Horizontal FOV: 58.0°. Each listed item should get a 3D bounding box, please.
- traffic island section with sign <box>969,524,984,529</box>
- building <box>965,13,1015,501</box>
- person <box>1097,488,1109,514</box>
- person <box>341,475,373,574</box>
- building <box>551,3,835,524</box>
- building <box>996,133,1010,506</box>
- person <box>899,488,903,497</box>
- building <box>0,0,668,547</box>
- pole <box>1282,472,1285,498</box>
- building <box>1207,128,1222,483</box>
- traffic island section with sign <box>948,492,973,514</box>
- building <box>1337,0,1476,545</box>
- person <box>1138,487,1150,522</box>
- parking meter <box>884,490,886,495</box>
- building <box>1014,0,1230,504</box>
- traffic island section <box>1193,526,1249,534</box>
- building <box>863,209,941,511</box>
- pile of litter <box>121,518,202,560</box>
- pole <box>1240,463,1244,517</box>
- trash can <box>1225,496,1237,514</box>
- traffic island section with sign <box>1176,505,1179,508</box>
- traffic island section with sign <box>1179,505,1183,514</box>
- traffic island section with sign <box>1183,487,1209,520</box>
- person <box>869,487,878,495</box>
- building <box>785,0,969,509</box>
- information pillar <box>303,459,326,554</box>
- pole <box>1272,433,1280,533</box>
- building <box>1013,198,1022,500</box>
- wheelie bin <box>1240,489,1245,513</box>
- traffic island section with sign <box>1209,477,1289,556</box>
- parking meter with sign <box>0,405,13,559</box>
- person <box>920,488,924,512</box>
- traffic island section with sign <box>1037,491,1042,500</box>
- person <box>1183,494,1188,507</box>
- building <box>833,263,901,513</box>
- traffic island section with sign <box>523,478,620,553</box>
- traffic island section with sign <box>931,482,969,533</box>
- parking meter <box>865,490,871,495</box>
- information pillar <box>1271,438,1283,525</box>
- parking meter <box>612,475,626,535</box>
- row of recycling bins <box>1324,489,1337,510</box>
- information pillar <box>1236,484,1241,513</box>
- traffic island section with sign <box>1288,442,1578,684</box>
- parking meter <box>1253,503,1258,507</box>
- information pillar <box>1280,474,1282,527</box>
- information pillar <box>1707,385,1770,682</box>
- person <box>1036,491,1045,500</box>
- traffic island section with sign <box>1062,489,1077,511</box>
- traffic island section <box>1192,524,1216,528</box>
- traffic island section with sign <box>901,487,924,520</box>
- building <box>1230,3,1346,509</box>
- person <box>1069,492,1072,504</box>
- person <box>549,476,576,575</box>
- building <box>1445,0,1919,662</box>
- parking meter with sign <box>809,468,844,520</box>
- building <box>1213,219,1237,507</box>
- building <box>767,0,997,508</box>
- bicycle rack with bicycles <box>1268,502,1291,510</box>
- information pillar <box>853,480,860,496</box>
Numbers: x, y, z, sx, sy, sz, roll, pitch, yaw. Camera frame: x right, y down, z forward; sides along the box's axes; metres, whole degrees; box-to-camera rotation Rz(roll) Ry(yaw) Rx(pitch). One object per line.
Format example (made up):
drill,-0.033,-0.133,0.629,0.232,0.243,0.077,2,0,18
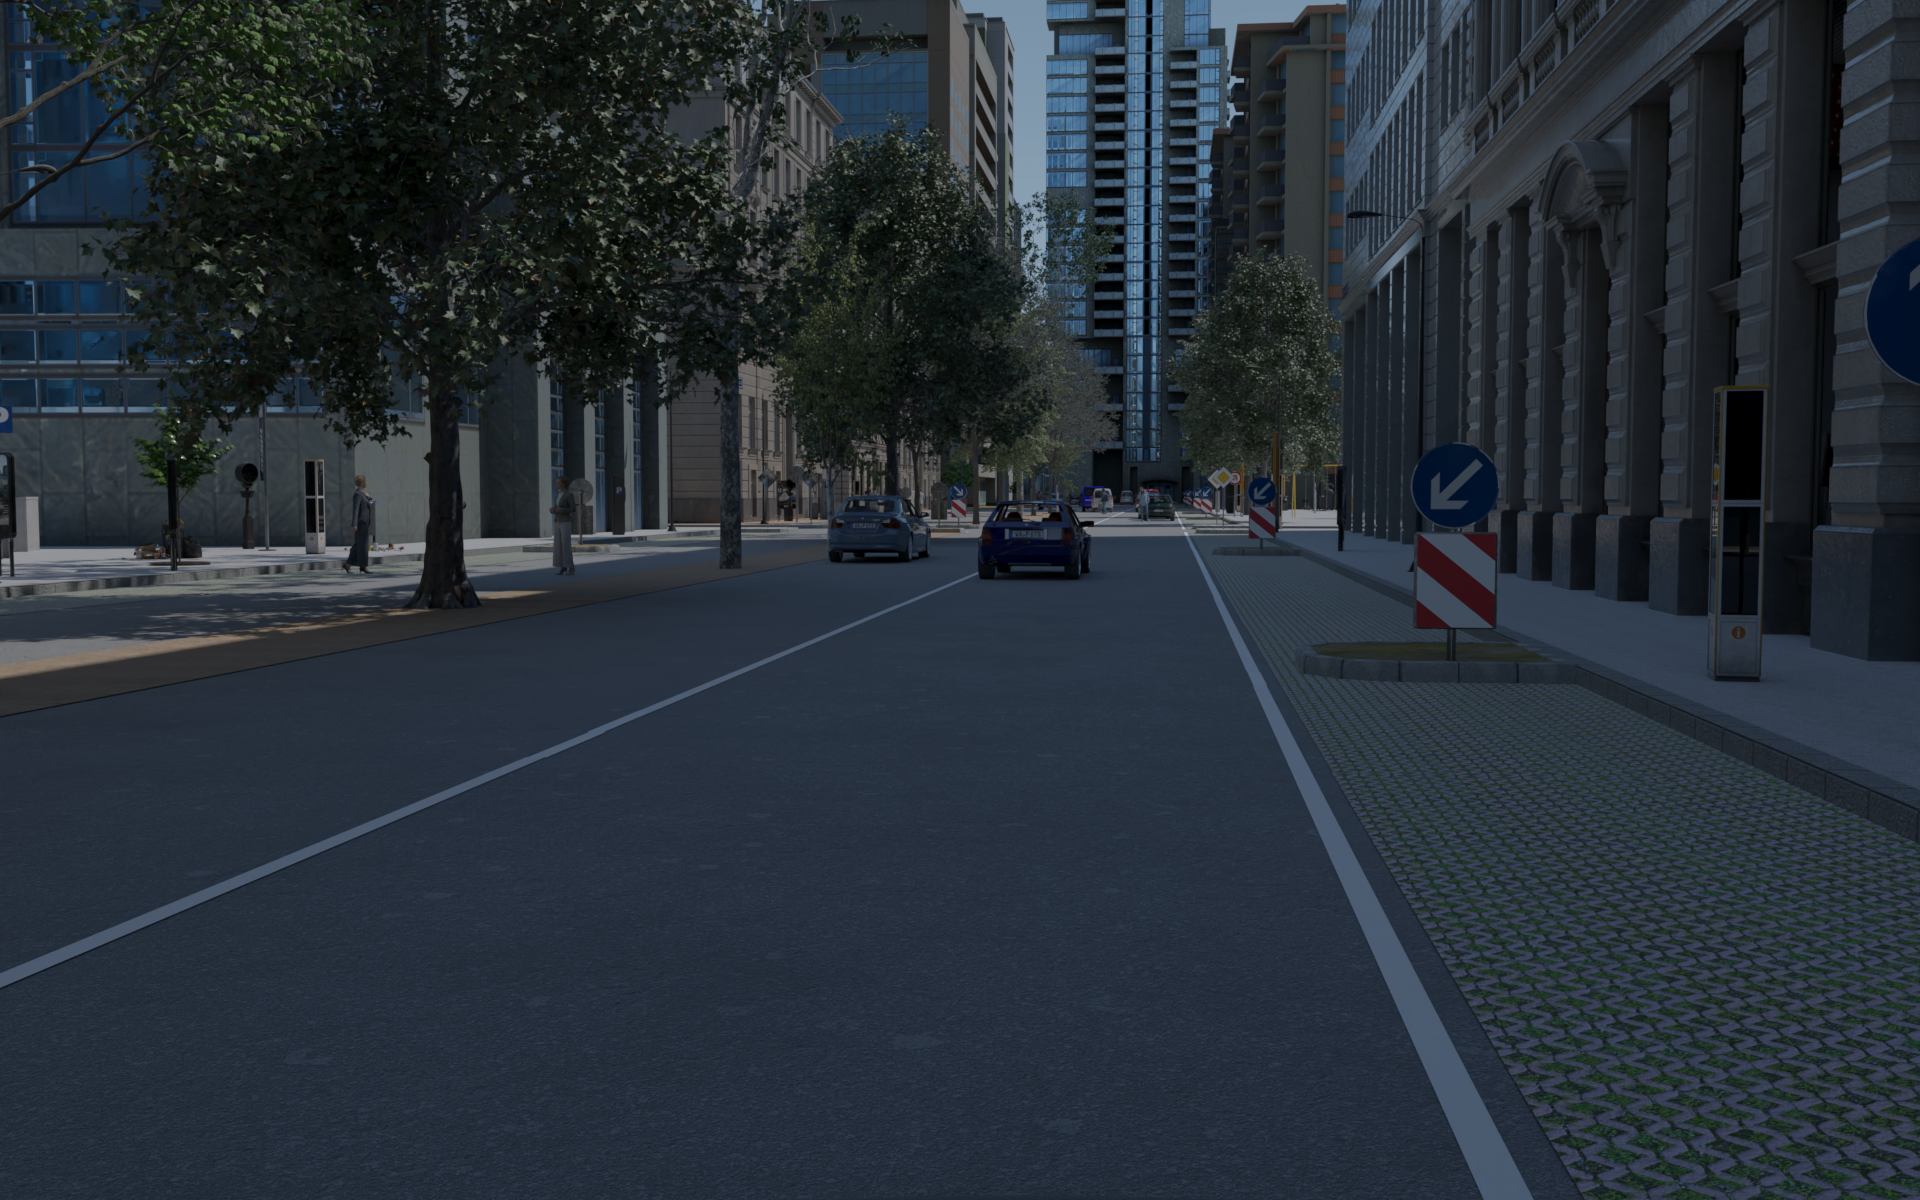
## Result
traffic island section with sign,0.024,-3.907,72.022,2.006,1.907,1.989,0,4,7
building,-7.778,-41.043,213.054,28.212,58.520,21.231,0,4,7
person,10.093,-6.943,122.003,0.794,1.824,0.713,-3,5,-40
person,-10.749,-1.346,30.934,0.534,1.772,0.576,-2,4,-35
building,-14.159,-17.717,86.930,12.463,27.353,25.104,0,4,7
building,-2.156,-31.065,191.502,14.154,41.232,14.086,0,4,7
person,-3.096,-4.799,87.517,0.362,1.759,0.519,-2,4,-30
building,-27.392,-45.183,51.416,31.000,86.520,22.319,0,4,7
pole,26.070,-8.910,139.529,0.158,3.312,0.155,0,3,0
building,40.339,-33.587,203.778,22.147,44.769,28.867,0,4,7
traffic island section with sign,0.223,-7.118,125.012,1.989,1.847,2.006,0,4,7
building,17.095,-16.390,45.471,11.434,29.767,29.804,0,4,7
person,9.439,-4.895,88.792,0.793,1.790,0.793,-2,4,-30
parking meter,-4.408,-5.898,104.842,0.372,1.533,0.369,0,3,0
building,23.961,-56.713,239.935,31.000,86.520,22.319,0,4,7
traffic island section,9.619,-2.502,63.180,2.009,0.180,2.903,0,4,7
building,-8.606,-20.439,131.440,12.463,27.353,25.104,0,4,7
pile of litter,-15.838,-1.250,34.400,1.176,0.858,1.719,3,5,41
pole,15.879,-6.337,97.448,0.158,3.312,0.155,0,3,0
trash can,17.557,-6.156,112.301,0.748,1.137,0.748,0,3,0
traffic island section with sign,22.659,-10.012,172.327,1.989,1.847,2.006,0,4,7
traffic island section with sign,16.822,-7.018,123.378,1.989,1.847,2.006,0,4,7
traffic island section with sign,13.619,-5.381,96.613,1.989,1.847,2.006,0,4,7
person,-3.863,-4.317,79.277,0.606,1.804,0.583,3,5,40
building,-6.854,-30.907,155.442,14.600,45.320,14.200,0,4,7
information pillar,-13.740,-1.980,36.870,0.304,2.012,0.304,1,4,10
pole,10.520,-3.905,57.693,0.158,3.312,0.155,0,3,0
building,1.089,-34.025,239.898,14.086,41.232,14.154,0,4,7
wheelie bin,19.114,-6.587,115.605,0.693,1.594,0.980,-3,4,-37
traffic island section with sign,6.960,-1.966,40.775,1.989,1.847,2.006,0,4,7
parking meter with sign,-19.254,-2.346,34.611,0.543,3.016,1.738,-2,4,-32
person,-2.476,-5.854,104.404,0.606,1.804,0.583,-3,5,-41
traffic island section with sign,9.283,-11.759,200.892,1.989,1.847,2.006,0,4,7
person,23.886,-10.580,182.002,0.721,1.766,1.217,-3,4,-38
building,-9.908,-14.945,108.986,10.561,19.102,19.286,0,4,7
traffic island section with sign,-9.563,-2.104,43.021,1.989,1.847,2.006,0,4,7
traffic island section with sign,-0.864,-3.458,64.668,2.006,1.907,1.989,0,4,7
parking meter,-5.143,-5.407,96.822,0.372,1.533,0.369,0,3,0
information pillar,13.354,-4.987,72.890,0.504,3.616,0.183,-1,4,-13
parking meter,-10.663,-2.961,54.130,0.399,1.863,0.255,-2,4,-24
row of recycling bins,30.447,-7.912,136.481,3.534,1.692,1.069,1,4,17
information pillar,19.432,-7.094,120.481,0.304,2.012,0.304,2,4,28
traffic island section with sign,3.764,-0.329,14.010,1.989,1.847,2.006,0,4,7
parking meter,19.986,-6.834,117.454,0.255,1.863,0.399,3,5,42
information pillar,11.681,-3.622,63.716,0.304,2.012,0.304,0,4,3
information pillar,5.343,-0.453,11.906,0.304,2.012,0.304,1,4,14
person,8.804,-11.146,191.450,1.217,1.736,0.721,-2,4,-25
traffic island section with sign,8.922,-8.471,146.634,2.006,1.907,1.989,0,4,7
traffic island section,10.566,-2.986,71.109,2.009,0.180,2.903,0,4,7
traffic island section with sign,-3.059,-5.436,97.513,1.989,1.847,2.006,0,4,7
building,36.114,-30.930,160.329,22.147,44.769,28.867,0,4,7
person,12.425,-11.328,194.420,0.721,1.735,1.217,0,4,6
person,-7.072,-1.325,30.707,0.519,1.759,0.362,3,4,38
building,12.814,-11.761,21.170,11.050,23.489,19.941,0,4,7
parking meter with sign,-6.752,-5.592,87.687,1.738,3.016,0.543,-2,4,-26
building,33.825,-25.134,182.636,14.160,30.474,14.107,0,4,7
building,-7.946,-33.659,174.032,21.300,48.544,21.600,0,4,7
bicycle rack with bicycles,25.114,-7.597,137.591,2.852,0.926,2.925,-3,5,-44
information pillar,-5.657,-5.494,94.312,0.304,2.012,0.304,0,4,-1
